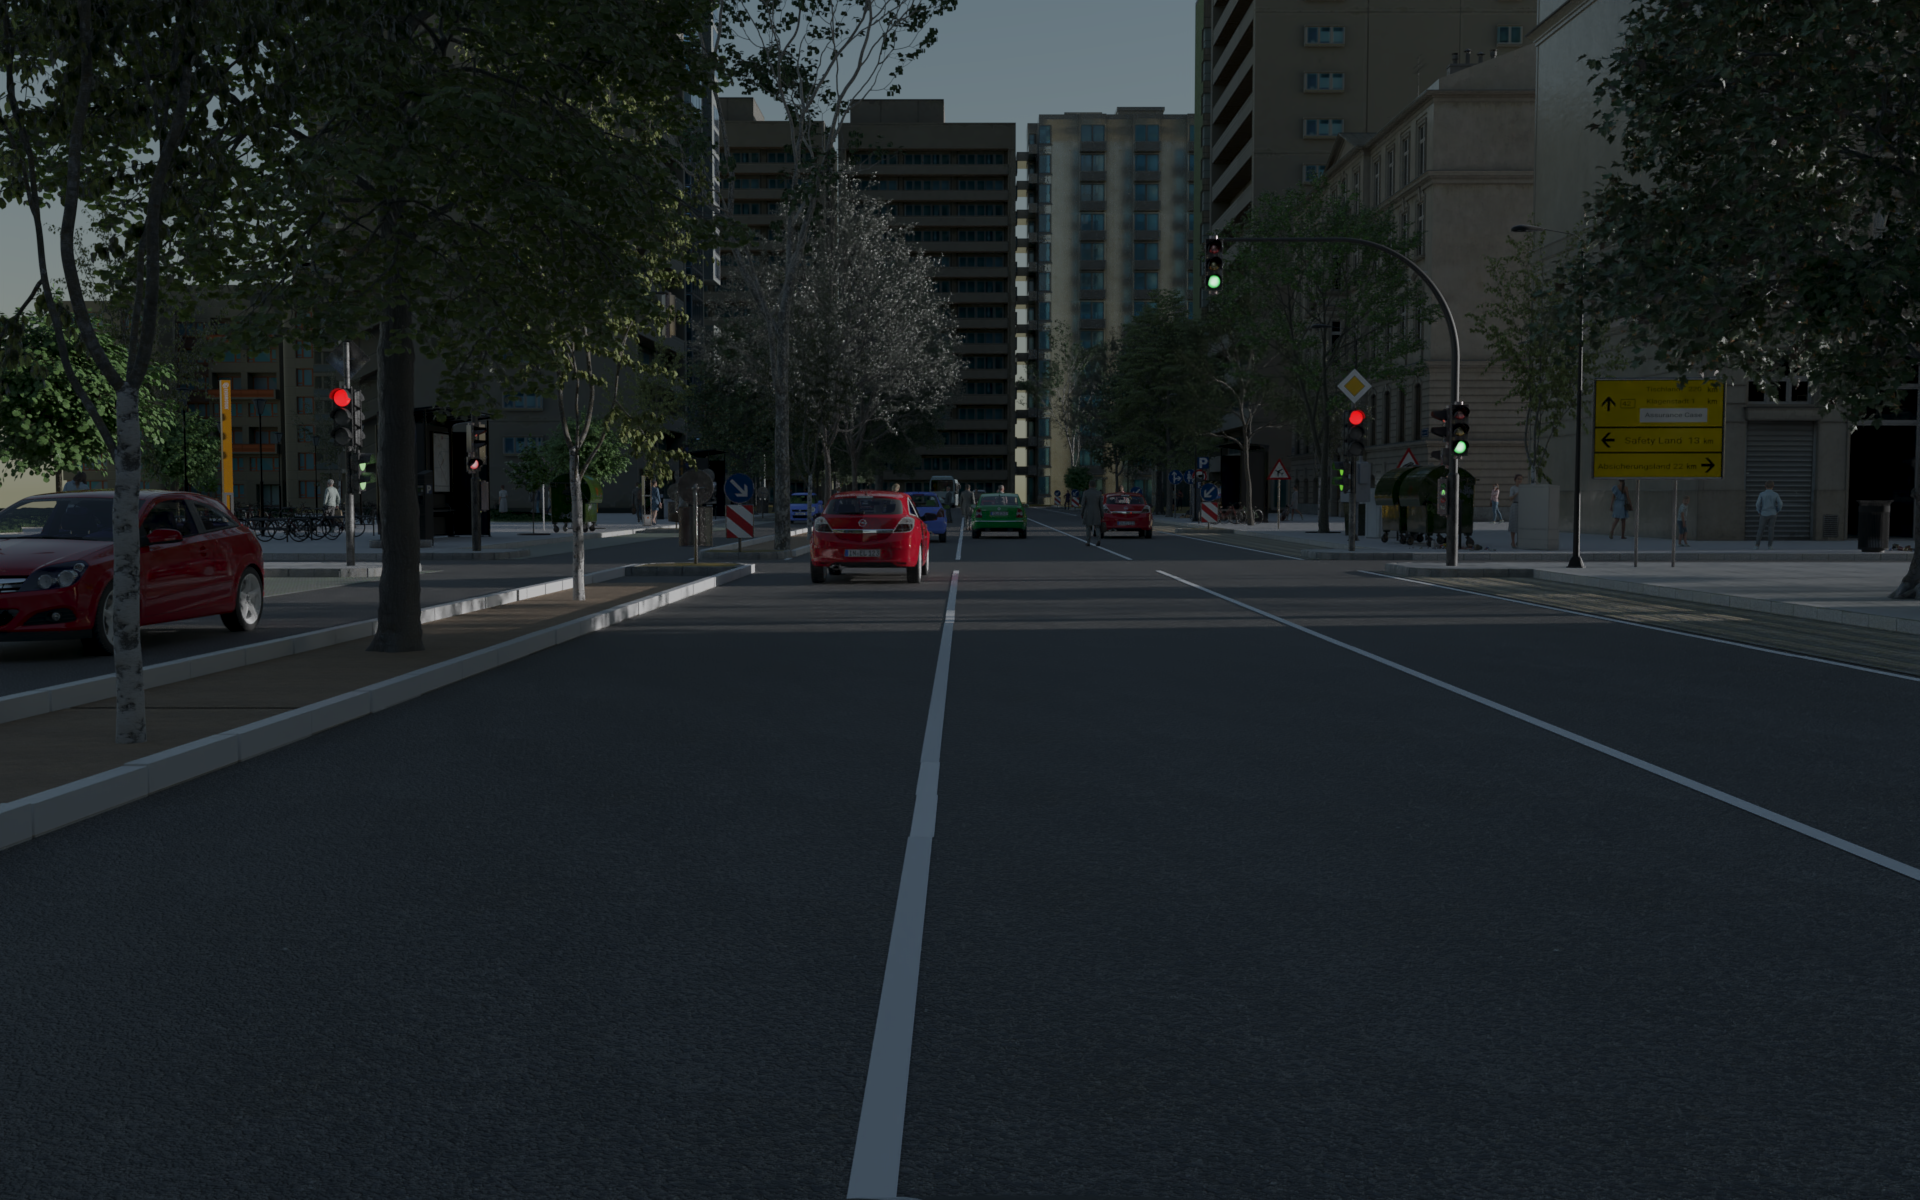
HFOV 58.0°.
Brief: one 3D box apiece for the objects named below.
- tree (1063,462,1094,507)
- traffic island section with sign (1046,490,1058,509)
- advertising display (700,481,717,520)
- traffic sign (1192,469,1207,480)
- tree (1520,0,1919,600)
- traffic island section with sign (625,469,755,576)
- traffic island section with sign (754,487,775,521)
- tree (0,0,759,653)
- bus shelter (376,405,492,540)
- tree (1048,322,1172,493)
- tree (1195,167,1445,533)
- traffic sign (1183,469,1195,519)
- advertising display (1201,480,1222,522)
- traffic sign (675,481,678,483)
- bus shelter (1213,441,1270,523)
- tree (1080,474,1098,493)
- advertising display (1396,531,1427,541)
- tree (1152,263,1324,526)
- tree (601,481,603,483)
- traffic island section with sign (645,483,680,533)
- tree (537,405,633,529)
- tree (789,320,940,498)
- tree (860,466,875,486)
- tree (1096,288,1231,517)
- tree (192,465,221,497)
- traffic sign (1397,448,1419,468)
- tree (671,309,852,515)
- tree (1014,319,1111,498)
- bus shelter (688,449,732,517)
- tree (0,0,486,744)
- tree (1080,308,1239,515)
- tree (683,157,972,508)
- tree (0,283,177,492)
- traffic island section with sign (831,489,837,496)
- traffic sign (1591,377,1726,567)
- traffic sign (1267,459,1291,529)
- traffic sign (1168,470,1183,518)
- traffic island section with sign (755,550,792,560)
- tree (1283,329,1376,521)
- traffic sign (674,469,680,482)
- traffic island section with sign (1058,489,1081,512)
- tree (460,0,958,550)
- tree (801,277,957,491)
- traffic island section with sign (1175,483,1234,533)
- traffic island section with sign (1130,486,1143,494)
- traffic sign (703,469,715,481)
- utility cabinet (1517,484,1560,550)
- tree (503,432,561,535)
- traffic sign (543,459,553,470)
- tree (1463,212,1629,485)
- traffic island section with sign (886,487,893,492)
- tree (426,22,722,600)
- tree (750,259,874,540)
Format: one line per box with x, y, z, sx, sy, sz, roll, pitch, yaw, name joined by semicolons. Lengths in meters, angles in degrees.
11.970;-11.746;175.754;4.285;4.588;4.351;0;3;0;tree
9.339;-9.779;168.508;1.989;1.847;2.006;0;4;0;traffic island section with sign
-12.555;-4.973;86.516;0.123;1.923;0.974;3;5;44;advertising display
12.226;-5.402;88.422;0.768;2.556;0.104;0;4;4;traffic sign
11.829;-6.354;20.891;9.611;12.733;9.660;0;3;0;tree
-4.872;-1.414;31.262;2.006;1.907;1.989;0;4;0;traffic island section with sign
-10.382;-5.056;91.296;1.989;1.847;2.006;0;4;0;traffic island section with sign
-5.210;-5.825;15.817;7.486;12.596;7.792;0;3;0;tree
-14.594;-3.520;48.841;1.731;3.624;6.357;0;4;0;bus shelter
11.288;-13.014;123.156;12.009;13.543;11.850;0;3;0;tree
11.791;-8.003;56.602;9.928;11.665;9.643;0;3;0;tree
11.885;-5.452;89.248;0.768;2.556;0.104;0;4;1;traffic sign
11.596;-4.569;79.911;0.974;1.923;0.123;1;4;20;advertising display
-13.626;-5.232;85.546;0.884;2.594;0.081;0;4;5;traffic sign
12.978;-5.432;80.099;1.731;3.624;6.357;0;4;0;bus shelter
12.403;-10.635;168.477;1.663;3.219;1.824;0;3;0;tree
12.434;-2.591;47.580;0.974;1.923;0.123;-1;4;-12;advertising display
11.543;-8.321;70.455;7.601;10.594;8.767;1;4;22;tree
-22.137;-6.660;103.492;1.663;3.219;1.824;0;3;0;tree
-10.487;-3.382;63.916;1.989;1.847;2.006;0;4;0;traffic island section with sign
-13.889;-4.904;63.902;4.285;4.588;4.351;0;3;0;tree
-5.099;-9.144;86.369;8.767;10.594;7.601;0;4;0;tree
-13.479;-16.681;189.745;9.611;12.733;9.660;0;3;0;tree
11.406;-10.889;96.166;7.486;12.596;7.792;0;3;0;tree
-42.862;-6.384;98.982;1.663;3.219;1.824;0;3;0;tree
12.581;-2.976;48.654;0.884;2.594;0.081;0;4;3;traffic sign
-13.169;-11.661;107.672;9.611;12.733;9.660;0;3;0;tree
11.156;-20.468;190.532;12.611;20.169;13.585;0;3;0;tree
-13.444;-6.191;92.510;1.731;3.624;6.357;0;3;0;bus shelter
-4.775;-3.493;9.924;4.360;8.622;3.978;0;3;0;tree
12.292;-11.583;106.385;9.611;12.733;9.660;0;3;0;tree
-4.824;-9.185;62.995;12.009;13.543;11.850;0;3;0;tree
-14.097;-2.642;26.905;4.285;4.588;4.351;0;3;0;tree
-10.203;-8.084;140.794;1.989;1.847;2.006;0;4;0;traffic island section with sign
12.192;-2.228;30.303;2.265;3.308;0.079;0;4;3;traffic sign
11.673;-3.878;63.409;0.884;2.594;0.081;0;4;5;traffic sign
11.384;-5.595;91.581;0.768;2.556;0.104;0;4;1;traffic sign
-4.834;-1.867;38.669;2.006;1.907;1.989;0;4;0;traffic island section with sign
16.565;-7.834;78.456;4.360;8.622;3.978;0;3;0;tree
-13.440;-5.117;83.764;0.768;2.556;0.104;0;4;3;traffic sign
9.228;-8.099;141.054;1.989;1.847;2.006;0;4;0;traffic island section with sign
-5.754;-11.390;44.577;12.611;20.169;13.585;0;3;0;tree
-4.536;-11.402;95.529;9.857;13.997;8.962;0;3;0;tree
8.931;-3.359;63.555;1.989;1.847;2.006;0;4;0;traffic island section with sign
9.031;-5.008;90.510;1.989;1.847;2.006;0;4;0;traffic island section with sign
-12.730;-5.326;87.187;0.768;2.556;0.104;1;4;8;traffic sign
13.306;-1.904;39.808;0.318;1.500;1.173;-1;4;-16;utility cabinet
-13.471;-3.638;54.075;1.663;3.219;1.824;0;3;0;tree
-14.650;-3.737;60.831;0.795;2.593;0.064;0;4;3;traffic sign
15.564;-5.857;46.122;4.737;8.622;4.395;0;3;0;tree
-4.558;-6.463;113.807;2.006;1.907;1.989;0;4;0;traffic island section with sign
-5.077;-4.277;22.745;4.737;8.622;4.395;0;3;0;tree
-4.696;-6.180;53.868;4.360;8.622;3.978;0;3;0;tree
